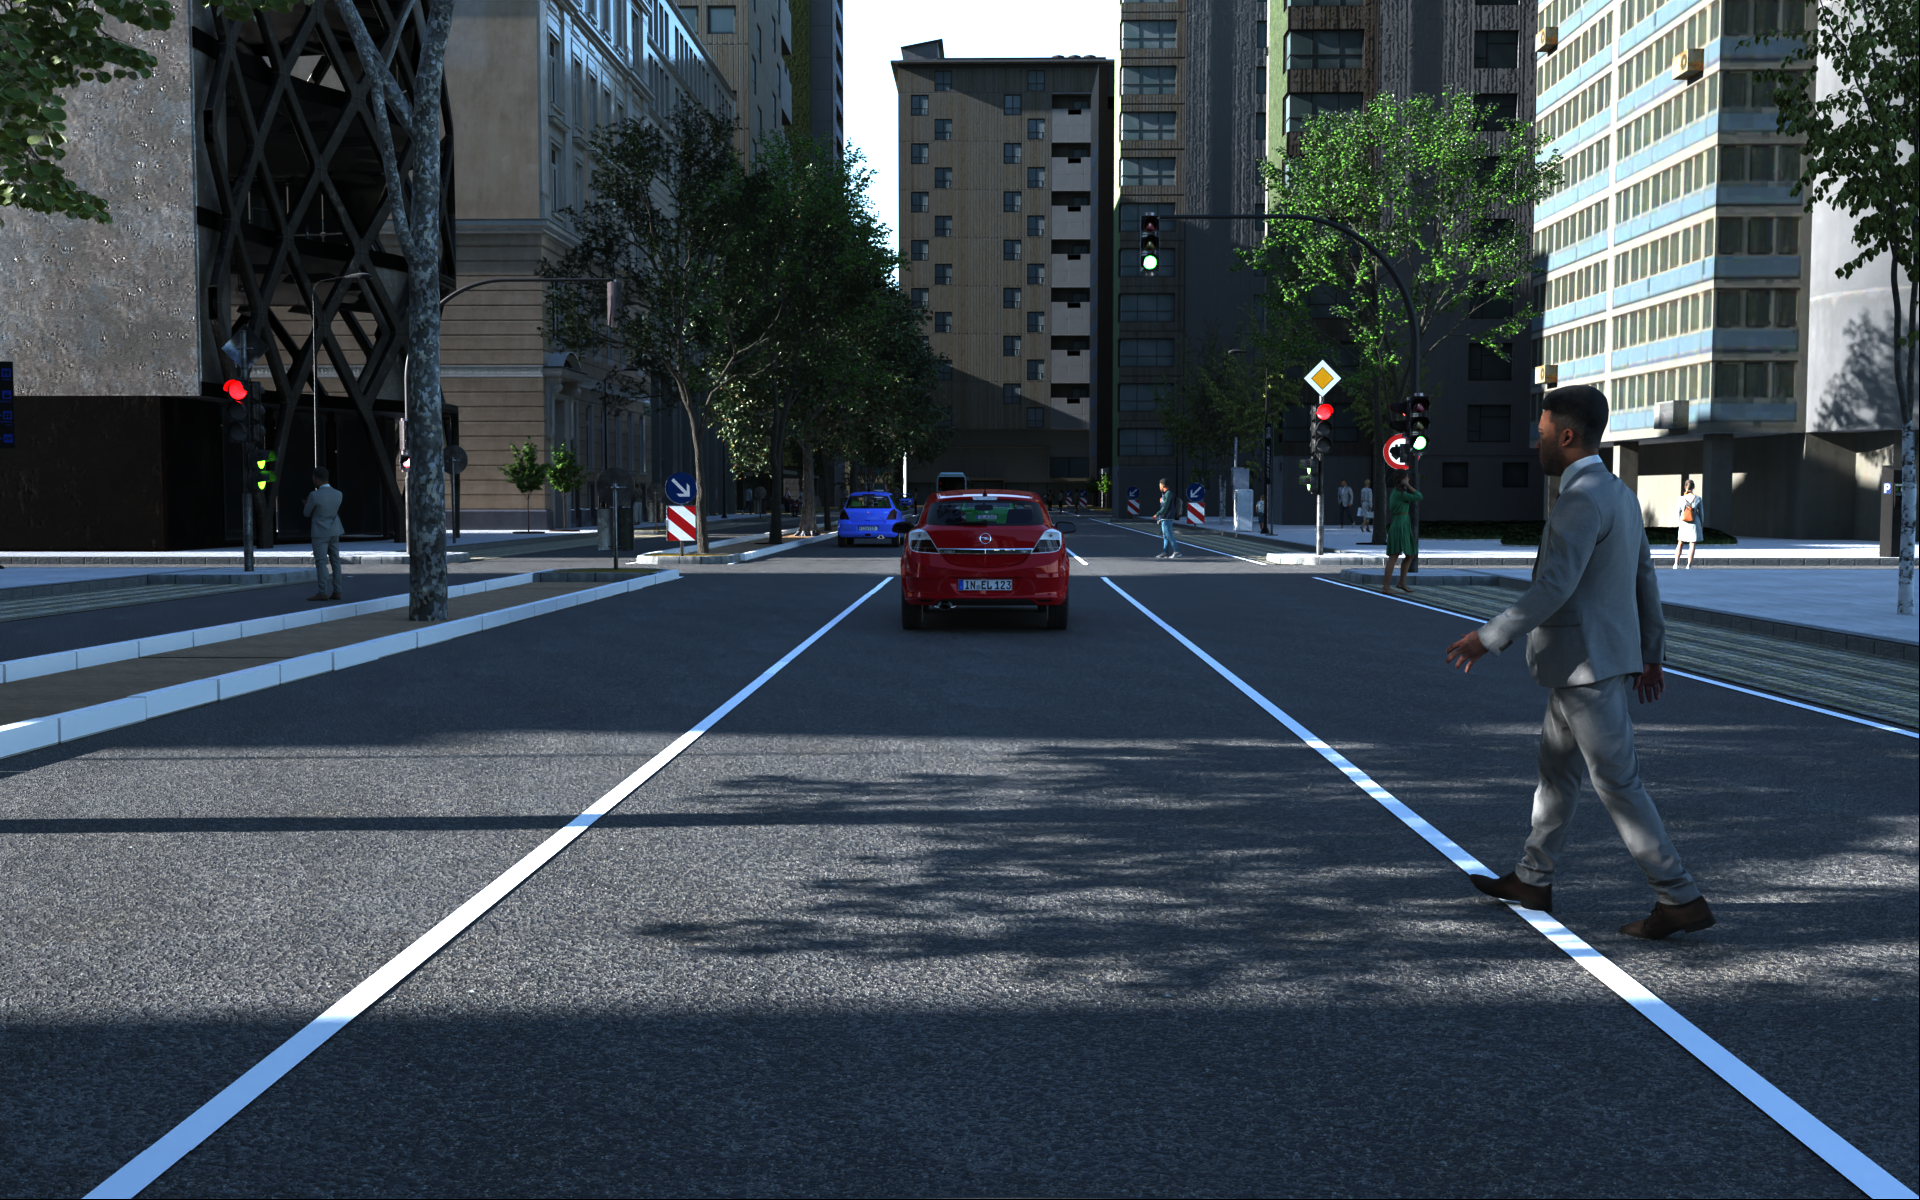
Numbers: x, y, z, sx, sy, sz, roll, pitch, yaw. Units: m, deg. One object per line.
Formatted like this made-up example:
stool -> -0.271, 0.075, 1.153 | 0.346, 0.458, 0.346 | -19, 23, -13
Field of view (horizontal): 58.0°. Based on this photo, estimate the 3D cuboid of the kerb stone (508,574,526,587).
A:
kerb stone -> -6.977, -0.284, 26.910 | 0.120, 0.150, 1.000 | 0, 4, 1

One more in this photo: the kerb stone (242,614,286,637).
kerb stone -> -7.165, 0.277, 17.668 | 0.120, 0.150, 1.000 | 0, 4, 1

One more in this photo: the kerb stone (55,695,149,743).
kerb stone -> -5.220, 0.723, 10.457 | 0.120, 0.150, 1.000 | 0, 4, 1

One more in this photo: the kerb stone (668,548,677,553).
kerb stone -> -6.714, -1.073, 39.759 | 0.120, 0.150, 1.000 | 0, 4, 1

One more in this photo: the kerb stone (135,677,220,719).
kerb stone -> -5.208, 0.655, 11.481 | 0.120, 0.150, 1.000 | 0, 4, 1

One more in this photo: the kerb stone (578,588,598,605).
kerb stone -> -4.965, -0.034, 22.755 | 0.120, 0.150, 1.000 | 0, 4, 1

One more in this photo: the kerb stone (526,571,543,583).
kerb stone -> -6.963, -0.348, 27.935 | 0.120, 0.150, 1.000 | 0, 4, 1

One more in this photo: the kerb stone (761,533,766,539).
kerb stone -> -6.392, -2.015, 55.135 | 0.120, 0.150, 1.000 | 0, 4, 1

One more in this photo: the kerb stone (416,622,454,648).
kerb stone -> -5.086, 0.342, 16.598 | 0.120, 0.150, 1.000 | 0, 4, 1

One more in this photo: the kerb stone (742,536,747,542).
kerb stone -> -6.483, -1.764, 51.037 | 0.120, 0.150, 1.000 | 0, 4, 1

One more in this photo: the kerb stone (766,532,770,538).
kerb stone -> -6.366, -2.077, 56.157 | 0.120, 0.150, 1.000 | 0, 4, 1

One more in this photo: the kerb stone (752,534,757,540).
kerb stone -> -6.439, -1.889, 53.088 | 0.120, 0.150, 1.000 | 0, 4, 1

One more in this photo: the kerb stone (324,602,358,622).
kerb stone -> -7.125, 0.151, 19.719 | 0.120, 0.150, 1.000 | 0, 4, 1

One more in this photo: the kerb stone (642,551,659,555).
kerb stone -> -6.758, -0.948, 37.696 | 0.120, 0.150, 1.000 | 0, 4, 1

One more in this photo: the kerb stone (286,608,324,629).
kerb stone -> -7.147, 0.216, 18.689 | 0.120, 0.150, 1.000 | 0, 4, 1

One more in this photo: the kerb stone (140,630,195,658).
kerb stone -> -7.213, 0.402, 15.623 | 0.120, 0.150, 1.000 | 0, 4, 1

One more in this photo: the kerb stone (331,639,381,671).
kerb stone -> -5.124, 0.468, 14.548 | 0.120, 0.150, 1.000 | 0, 4, 1

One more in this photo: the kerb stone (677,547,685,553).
kerb stone -> -6.695, -1.137, 40.781 | 0.120, 0.150, 1.000 | 0, 4, 1

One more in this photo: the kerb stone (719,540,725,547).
kerb stone -> -6.570, -1.512, 46.938 | 0.120, 0.150, 1.000 | 0, 4, 1

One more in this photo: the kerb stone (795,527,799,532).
kerb stone -> -6.203, -2.578, 64.355 | 0.120, 0.150, 1.000 | 0, 4, 1

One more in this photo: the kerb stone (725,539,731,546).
kerb stone -> -6.544, -1.576, 47.960 | 0.120, 0.150, 1.000 | 0, 4, 1

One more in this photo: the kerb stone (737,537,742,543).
kerb stone -> -6.497, -1.701, 50.010 | 0.120, 0.150, 1.000 | 0, 4, 1

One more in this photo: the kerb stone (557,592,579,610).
kerb stone -> -4.988, 0.029, 21.721 | 0.120, 0.150, 1.000 | 0, 4, 1

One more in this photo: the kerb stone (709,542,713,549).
kerb stone -> -6.600, -1.388, 44.885 | 0.120, 0.150, 1.000 | 0, 4, 1

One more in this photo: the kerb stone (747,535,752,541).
kerb stone -> -6.462, -1.827, 52.066 | 0.120, 0.150, 1.000 | 0, 4, 1

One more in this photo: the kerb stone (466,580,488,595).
kerb stone -> -7.022, -0.156, 24.854 | 0.120, 0.150, 1.000 | 0, 4, 1

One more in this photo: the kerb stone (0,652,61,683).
kerb stone -> -7.252, 0.527, 13.576 | 0.120, 0.150, 1.000 | 0, 4, 1

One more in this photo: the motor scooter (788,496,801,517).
motor scooter -> -10.372, -5.884, 108.980 | 0.815, 1.314, 1.986 | 0, 4, 1

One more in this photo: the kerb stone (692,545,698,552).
kerb stone -> -6.650, -1.262, 42.835 | 0.120, 0.150, 1.000 | 0, 4, 1

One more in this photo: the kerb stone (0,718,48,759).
kerb stone -> -5.243, 0.780, 9.435 | 0.120, 0.150, 1.000 | 0, 4, 1

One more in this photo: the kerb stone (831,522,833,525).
kerb stone -> -5.928, -3.387, 77.665 | 0.120, 0.150, 1.000 | 0, 4, 1

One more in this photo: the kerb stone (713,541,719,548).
kerb stone -> -6.583, -1.447, 45.911 | 0.120, 0.150, 1.000 | 0, 4, 1

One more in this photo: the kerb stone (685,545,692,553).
kerb stone -> -6.667, -1.199, 41.803 | 0.120, 0.150, 1.000 | 0, 4, 1

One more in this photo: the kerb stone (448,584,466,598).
kerb stone -> -7.044, -0.100, 23.832 | 0.120, 0.150, 1.000 | 0, 4, 1

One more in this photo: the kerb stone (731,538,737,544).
kerb stone -> -6.518, -1.638, 48.983 | 0.120, 0.150, 1.000 | 0, 4, 1

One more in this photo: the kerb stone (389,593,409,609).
kerb stone -> -7.089, 0.027, 21.778 | 0.120, 0.150, 1.000 | 0, 4, 1

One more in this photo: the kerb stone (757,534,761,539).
kerb stone -> -6.421, -1.952, 54.113 | 0.120, 0.150, 1.000 | 0, 4, 1

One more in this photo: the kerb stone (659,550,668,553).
kerb stone -> -6.738, -1.011, 38.719 | 0.120, 0.150, 1.000 | 0, 4, 1

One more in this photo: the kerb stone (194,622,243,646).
kerb stone -> -7.190, 0.340, 16.646 | 0.120, 0.150, 1.000 | 0, 4, 1

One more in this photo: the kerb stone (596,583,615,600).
kerb stone -> -4.945, -0.096, 23.785 | 0.120, 0.150, 1.000 | 0, 4, 1

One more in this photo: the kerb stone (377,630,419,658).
kerb stone -> -5.116, 0.405, 15.576 | 0.120, 0.150, 1.000 | 0, 4, 1

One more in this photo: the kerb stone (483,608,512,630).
kerb stone -> -5.048, 0.217, 18.651 | 0.120, 0.150, 1.000 | 0, 4, 1

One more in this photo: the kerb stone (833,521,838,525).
kerb stone -> -5.865, -3.573, 80.739 | 0.120, 0.150, 1.000 | 0, 4, 1

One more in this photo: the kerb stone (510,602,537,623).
kerb stone -> -5.031, 0.156, 19.677 | 0.120, 0.150, 1.000 | 0, 4, 1

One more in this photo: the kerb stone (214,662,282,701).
kerb stone -> -5.178, 0.593, 12.502 | 0.120, 0.150, 1.000 | 0, 4, 1

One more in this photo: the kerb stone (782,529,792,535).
kerb stone -> -6.247, -2.449, 62.308 | 0.120, 0.150, 1.000 | 0, 4, 1

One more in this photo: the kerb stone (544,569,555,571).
kerb stone -> -6.930, -0.414, 28.962 | 0.120, 0.150, 1.000 | 0, 4, 1

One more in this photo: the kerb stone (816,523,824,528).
kerb stone -> -5.992, -3.199, 74.583 | 0.120, 0.150, 1.000 | 0, 4, 1

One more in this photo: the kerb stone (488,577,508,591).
kerb stone -> -6.993, -0.226, 25.884 | 0.120, 0.150, 1.000 | 0, 4, 1

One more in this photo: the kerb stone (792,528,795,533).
kerb stone -> -6.229, -2.516, 63.332 | 0.120, 0.150, 1.000 | 0, 4, 1

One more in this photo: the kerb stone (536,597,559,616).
kerb stone -> -5.009, 0.092, 20.699 | 0.120, 0.150, 1.000 | 0, 4, 1

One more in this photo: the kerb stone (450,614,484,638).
kerb stone -> -5.074, 0.281, 17.619 | 0.120, 0.150, 1.000 | 0, 4, 1

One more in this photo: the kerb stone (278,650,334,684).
kerb stone -> -5.157, 0.530, 13.525 | 0.120, 0.150, 1.000 | 0, 4, 1

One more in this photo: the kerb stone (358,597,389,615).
kerb stone -> -7.105, 0.092, 20.753 | 0.120, 0.150, 1.000 | 0, 4, 1

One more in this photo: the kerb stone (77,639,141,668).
kerb stone -> -7.233, 0.465, 14.597 | 0.120, 0.150, 1.000 | 0, 4, 1

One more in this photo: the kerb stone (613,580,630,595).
kerb stone -> -4.932, -0.160, 24.806 | 0.120, 0.150, 1.000 | 0, 4, 1
